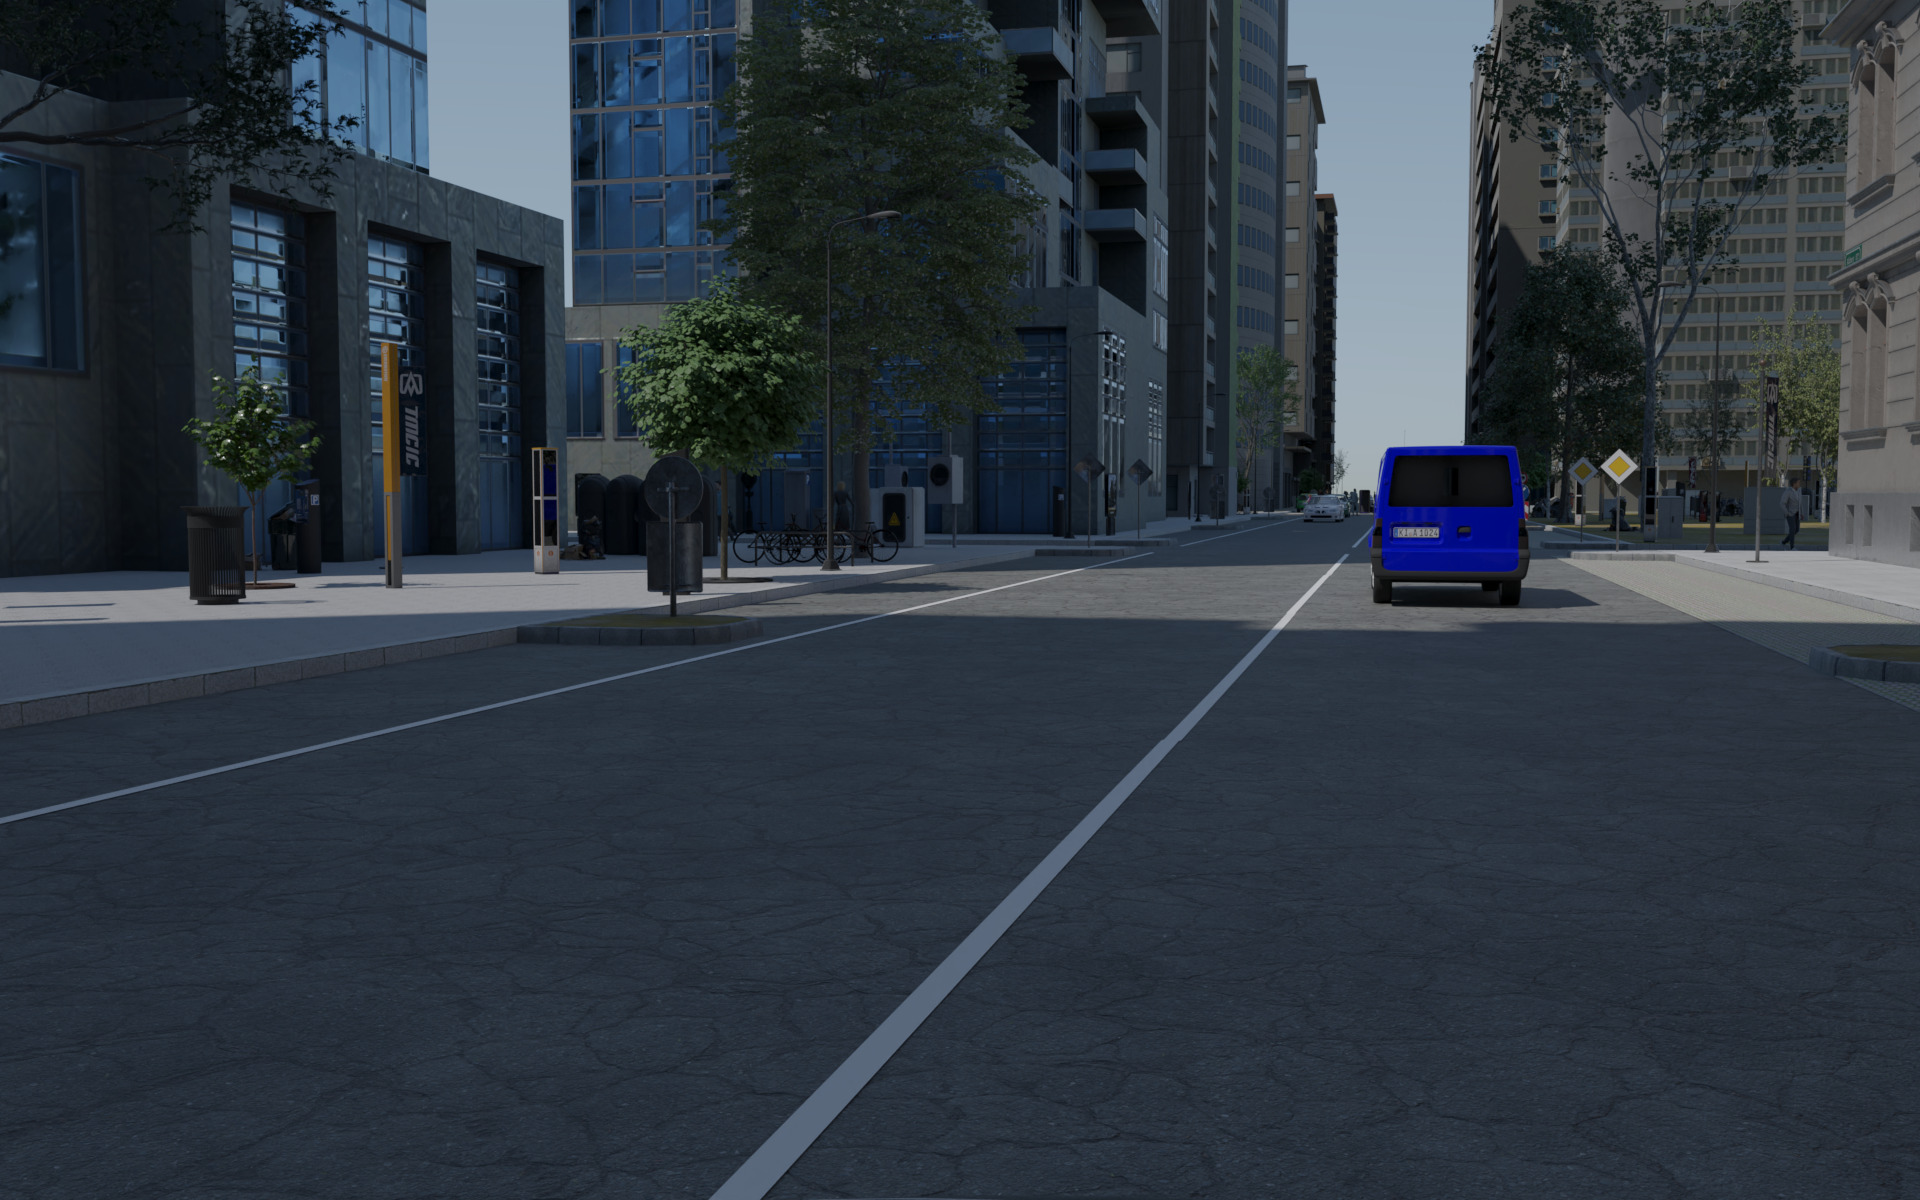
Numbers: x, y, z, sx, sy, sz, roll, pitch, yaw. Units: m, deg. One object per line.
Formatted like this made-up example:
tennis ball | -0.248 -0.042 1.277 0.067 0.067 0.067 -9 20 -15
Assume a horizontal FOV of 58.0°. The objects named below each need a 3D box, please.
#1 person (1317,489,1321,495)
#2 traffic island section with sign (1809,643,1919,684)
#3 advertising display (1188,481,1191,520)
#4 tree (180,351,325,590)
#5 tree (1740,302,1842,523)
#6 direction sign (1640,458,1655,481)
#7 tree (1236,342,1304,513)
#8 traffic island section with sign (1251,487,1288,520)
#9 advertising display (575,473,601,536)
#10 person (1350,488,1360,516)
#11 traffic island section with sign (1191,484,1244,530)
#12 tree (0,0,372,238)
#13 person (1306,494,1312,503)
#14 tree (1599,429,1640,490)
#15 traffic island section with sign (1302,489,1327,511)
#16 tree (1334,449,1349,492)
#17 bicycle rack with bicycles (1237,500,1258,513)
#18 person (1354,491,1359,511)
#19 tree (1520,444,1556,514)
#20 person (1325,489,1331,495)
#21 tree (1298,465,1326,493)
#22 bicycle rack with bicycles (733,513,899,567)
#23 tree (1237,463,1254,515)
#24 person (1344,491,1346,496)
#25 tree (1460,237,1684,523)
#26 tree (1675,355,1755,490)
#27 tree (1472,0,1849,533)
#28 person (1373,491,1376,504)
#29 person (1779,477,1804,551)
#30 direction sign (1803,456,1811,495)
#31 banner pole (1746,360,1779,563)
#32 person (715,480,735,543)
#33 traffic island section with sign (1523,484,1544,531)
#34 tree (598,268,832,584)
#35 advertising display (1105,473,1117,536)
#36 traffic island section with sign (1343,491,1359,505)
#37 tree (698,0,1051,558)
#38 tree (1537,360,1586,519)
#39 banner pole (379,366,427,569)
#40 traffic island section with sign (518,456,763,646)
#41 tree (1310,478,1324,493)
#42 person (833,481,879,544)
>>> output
person | 28.454 -7.847 136.939 0.705 1.807 1.348 2 4 33
traffic island section with sign | 7.931 -0.311 13.718 1.989 1.847 2.006 1 4 14
advertising display | 11.496 -4.990 86.793 0.123 1.923 0.974 0 4 5
tree | -9.488 -1.772 23.578 1.663 3.219 1.824 0 3 0
tree | 32.345 -7.167 67.542 4.737 8.622 4.395 0 3 0
direction sign | 41.907 -6.949 105.620 0.876 3.537 0.379 2 4 31
tree | 19.610 -11.728 117.503 9.928 11.665 9.643 0 3 0
traffic island section with sign | 17.384 -5.415 97.167 1.989 1.847 2.006 1 4 14
advertising display | -11.440 -2.943 53.330 0.123 1.923 0.974 3 4 37
person | 26.162 -6.494 114.775 0.635 1.810 0.391 3 4 36
traffic island section with sign | 10.458 -3.763 70.159 1.989 1.847 2.006 1 4 14
tree | -6.676 -4.645 10.352 7.601 10.594 8.767 -1 4 -11
person | 25.652 -7.070 127.315 0.599 1.433 0.991 2 4 35
tree | 42.577 -9.844 111.318 4.360 8.622 3.978 0 3 0
traffic island section with sign | 29.703 -8.353 145.207 1.989 1.847 2.006 1 4 14
tree | 60.249 -19.973 276.922 4.737 8.622 4.395 0 3 0
bicycle rack with bicycles | 18.559 -6.227 115.190 2.852 0.926 2.925 -1 4 -22
person | 34.392 -8.690 150.586 0.705 1.823 1.348 0 4 -6
tree | 36.809 -7.856 112.166 4.285 4.588 4.351 0 3 0
person | 26.728 -7.177 125.857 1.348 1.822 0.705 -1 4 -15
tree | 39.557 -12.972 195.802 4.285 4.588 4.351 0 3 0
bicycle rack with bicycles | -2.776 -1.124 31.758 2.925 0.926 2.852 1 4 10
tree | 17.071 -6.876 107.025 1.663 3.219 1.824 0 3 0
person | 41.967 -11.022 188.792 0.705 1.814 1.350 0 4 2
tree | 27.280 -9.811 77.420 9.611 12.733 9.660 0 3 0
tree | 40.273 -8.694 92.511 4.360 8.622 3.978 0 3 0
tree | 23.960 -12.233 55.903 12.611 20.169 13.585 0 3 0
person | 59.350 -14.644 248.026 0.705 1.812 1.348 1 4 18
person | 20.392 -2.092 42.557 0.661 1.843 0.795 -1 4 -21
direction sign | 49.856 -6.729 102.017 0.876 3.537 0.379 -3 5 -39
banner pole | 15.143 -2.600 32.525 0.863 3.779 0.401 -3 4 -38
person | -6.647 -2.468 48.864 0.620 1.820 0.660 -2 4 -33
traffic island section with sign | 21.900 -3.644 68.204 1.989 1.847 2.006 1 4 14
tree | -3.549 -2.544 25.304 4.285 4.588 4.351 0 3 0
advertising display | 4.642 -2.944 53.353 0.123 1.923 0.974 1 4 20
traffic island section with sign | 57.109 -14.888 252.054 1.989 1.847 2.006 1 4 14
tree | -1.750 -7.134 34.769 7.486 12.596 7.792 0 3 0
tree | 30.306 -8.440 88.357 4.737 8.622 4.395 0 3 0
banner pole | -9.571 -2.431 29.767 0.863 3.779 0.401 -2 4 -25
traffic island section with sign | -3.079 -0.535 17.374 1.989 1.847 2.006 1 4 14
tree | 39.298 -12.064 191.843 1.663 3.219 1.824 0 3 0
person | -2.984 -2.462 48.970 1.509 1.804 0.699 1 4 20
